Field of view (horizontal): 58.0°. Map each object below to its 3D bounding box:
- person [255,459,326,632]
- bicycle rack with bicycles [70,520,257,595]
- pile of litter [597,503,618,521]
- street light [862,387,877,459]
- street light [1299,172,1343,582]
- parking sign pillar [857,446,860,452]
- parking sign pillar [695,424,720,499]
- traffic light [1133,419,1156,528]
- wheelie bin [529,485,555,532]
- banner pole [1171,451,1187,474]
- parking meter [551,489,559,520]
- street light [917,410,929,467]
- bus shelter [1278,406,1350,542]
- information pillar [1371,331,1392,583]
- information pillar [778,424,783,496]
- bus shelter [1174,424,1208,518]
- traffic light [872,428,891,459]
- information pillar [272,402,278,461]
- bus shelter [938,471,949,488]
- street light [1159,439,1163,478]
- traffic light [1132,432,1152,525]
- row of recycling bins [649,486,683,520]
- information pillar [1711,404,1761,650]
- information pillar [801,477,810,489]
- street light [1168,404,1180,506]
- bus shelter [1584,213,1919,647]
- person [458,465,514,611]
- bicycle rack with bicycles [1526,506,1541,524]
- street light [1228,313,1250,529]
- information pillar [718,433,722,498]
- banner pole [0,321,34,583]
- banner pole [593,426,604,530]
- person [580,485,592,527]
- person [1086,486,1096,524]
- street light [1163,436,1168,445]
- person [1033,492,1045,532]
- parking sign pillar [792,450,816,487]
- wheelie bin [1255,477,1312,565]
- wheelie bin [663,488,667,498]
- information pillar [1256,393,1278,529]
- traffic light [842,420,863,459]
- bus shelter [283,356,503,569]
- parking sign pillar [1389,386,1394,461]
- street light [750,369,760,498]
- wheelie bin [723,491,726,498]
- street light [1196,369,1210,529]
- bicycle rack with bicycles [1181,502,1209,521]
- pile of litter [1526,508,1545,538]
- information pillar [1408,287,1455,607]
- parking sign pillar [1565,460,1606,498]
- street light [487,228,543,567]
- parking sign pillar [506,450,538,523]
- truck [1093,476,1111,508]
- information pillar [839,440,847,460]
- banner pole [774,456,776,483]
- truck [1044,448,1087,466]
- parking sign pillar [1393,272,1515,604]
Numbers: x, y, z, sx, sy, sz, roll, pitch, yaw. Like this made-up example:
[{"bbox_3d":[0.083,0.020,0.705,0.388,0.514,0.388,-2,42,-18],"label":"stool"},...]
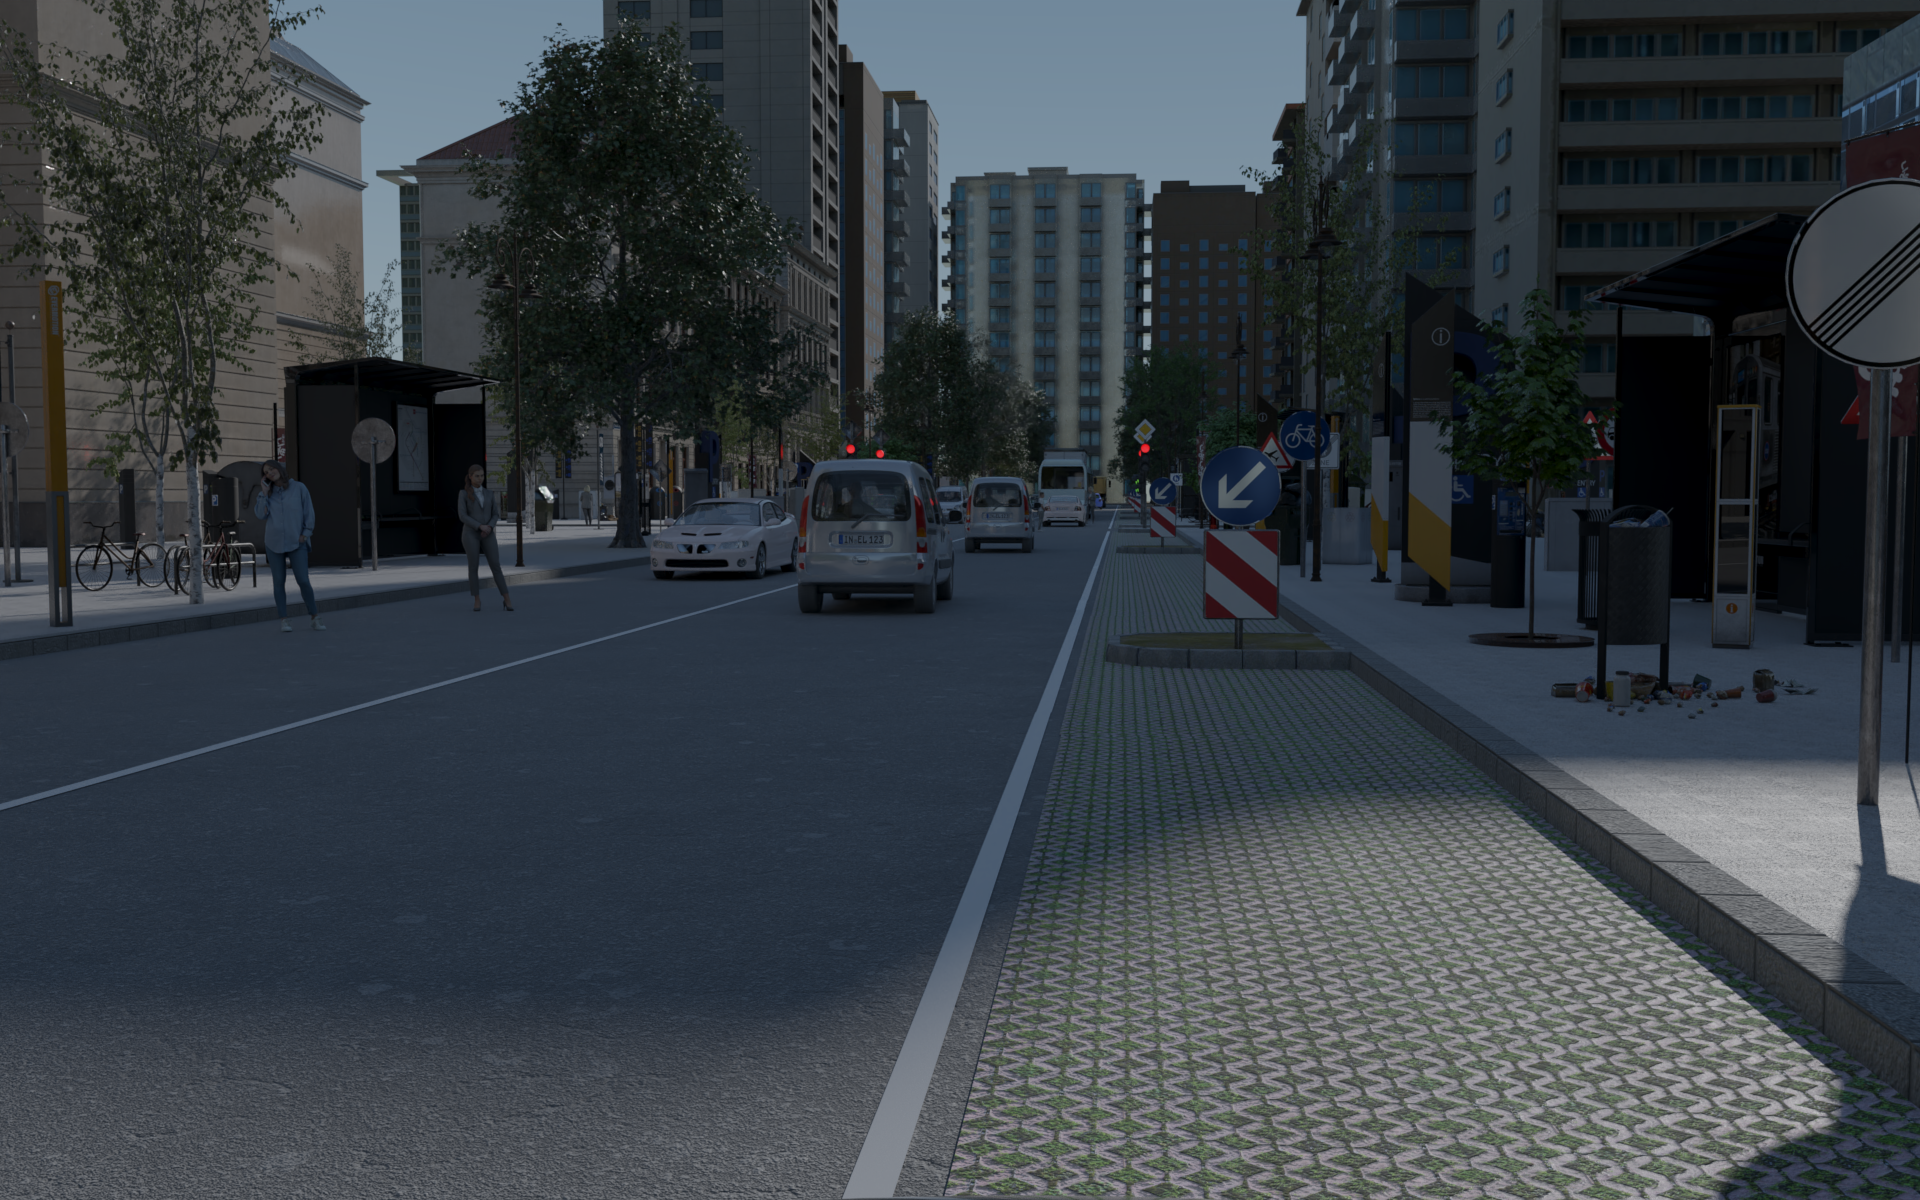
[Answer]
[{"bbox_3d":[-6.996,-0.571,18.095,0.793,1.790,0.793,-3,5,-39],"label":"person"},{"bbox_3d":[-10.558,-0.601,23.215,2.852,0.926,2.925,1,4,11],"label":"bicycle rack with bicycles"},{"bbox_3d":[-16.787,-4.202,82.666,1.176,0.858,1.719,0,4,6],"label":"pile of litter"},{"bbox_3d":[-3.836,-6.185,73.912,0.468,5.910,1.993,0,4,5],"label":"street light"},{"bbox_3d":[5.233,-3.210,25.272,0.468,5.910,1.993,0,4,5],"label":"street light"},{"bbox_3d":[-5.891,-6.482,94.458,1.447,3.967,1.447,2,4,29],"label":"parking sign pillar"},{"bbox_3d":[-7.803,-3.978,53.506,1.447,3.967,1.447,0,4,8],"label":"parking sign pillar"},{"bbox_3d":[6.888,-4.633,64.662,0.839,4.253,0.868,0,4,5],"label":"traffic light"},{"bbox_3d":[-14.398,-3.160,59.571,0.693,1.594,0.980,1,4,11],"label":"wheelie bin"},{"bbox_3d":[12.818,-6.746,100.309,0.863,3.779,0.401,0,4,2],"label":"banner pole"},{"bbox_3d":[-20.343,-4.812,87.093,0.372,1.533,0.369,0,3,0],"label":"parking meter"},{"bbox_3d":[-1.985,-7.346,92.900,0.468,5.910,1.993,0,4,5],"label":"street light"},{"bbox_3d":[9.924,-3.557,49.443,1.731,3.624,6.357,0,4,5],"label":"bus shelter"},{"bbox_3d":[6.119,-2.069,25.181,0.183,3.616,0.504,0,4,-8],"label":"information pillar"},{"bbox_3d":[-5.865,-3.995,56.669,0.183,3.616,0.504,0,4,1],"label":"information pillar"},{"bbox_3d":[12.928,-7.215,95.603,2.179,5.291,8.768,0,4,5],"label":"bus shelter"},{"bbox_3d":[-3.332,-5.180,73.619,0.839,4.253,0.868,0,4,5],"label":"traffic light"},{"bbox_3d":[-17.594,-3.254,44.554,0.183,3.616,0.504,-2,4,-25],"label":"information pillar"},{"bbox_3d":[-0.717,-8.612,134.736,2.014,3.302,5.546,0,4,5],"label":"bus shelter"},{"bbox_3d":[14.887,-9.487,127.896,0.468,5.910,1.993,0,4,5],"label":"street light"},{"bbox_3d":[7.633,-5.119,72.613,0.839,4.253,0.868,0,4,5],"label":"traffic light"},{"bbox_3d":[-14.677,-4.848,86.380,3.534,1.692,1.069,-2,4,-26],"label":"row of recycling bins"},{"bbox_3d":[6.458,-0.607,14.412,0.304,2.012,0.304,2,4,30],"label":"information pillar"},{"bbox_3d":[-7.691,-4.988,86.038,0.304,2.012,0.304,-2,4,-28],"label":"information pillar"},{"bbox_3d":[11.011,-7.080,88.553,0.468,5.910,1.993,0,4,5],"label":"street light"},{"bbox_3d":[7.969,-1.605,17.520,1.731,3.624,6.357,0,4,5],"label":"bus shelter"},{"bbox_3d":[-5.803,-0.759,21.176,0.573,1.790,0.520,3,4,37],"label":"person"},{"bbox_3d":[20.067,-2.759,58.486,2.852,0.926,2.925,3,5,43],"label":"bicycle rack with bicycles"},{"bbox_3d":[7.108,-4.373,44.286,0.468,5.910,1.993,0,4,5],"label":"street light"},{"bbox_3d":[-9.316,-4.576,66.179,0.504,3.616,0.183,-1,4,-13],"label":"information pillar"},{"bbox_3d":[-13.820,-2.135,24.920,0.401,3.779,0.863,2,4,24],"label":"banner pole"},{"bbox_3d":[-13.059,-4.456,62.873,0.401,3.779,0.863,0,4,7],"label":"banner pole"},{"bbox_3d":[-15.567,-3.872,71.988,0.537,1.800,0.526,-2,4,-29],"label":"person"},{"bbox_3d":[6.303,-4.574,83.467,0.537,1.800,0.526,3,5,43],"label":"person"},{"bbox_3d":[13.111,-8.282,108.199,0.468,5.910,1.993,0,4,5],"label":"street light"},{"bbox_3d":[3.051,-3.338,65.678,0.503,1.515,0.523,3,5,40],"label":"person"},{"bbox_3d":[-9.308,-7.151,105.386,1.447,3.967,1.447,2,4,35],"label":"parking sign pillar"},{"bbox_3d":[5.942,-1.433,31.339,0.980,1.594,0.693,-3,4,-37],"label":"wheelie bin"},{"bbox_3d":[-15.916,-5.118,91.595,0.980,1.594,0.693,-1,4,-18],"label":"wheelie bin"},{"bbox_3d":[7.096,-2.985,40.158,0.504,3.616,0.183,1,4,21],"label":"information pillar"},{"bbox_3d":[-4.077,-4.694,65.669,0.839,4.253,0.868,0,4,5],"label":"traffic light"},{"bbox_3d":[-10.517,-2.534,32.716,1.731,3.624,6.357,0,4,5],"label":"bus shelter"},{"bbox_3d":[11.269,-3.362,43.446,1.447,3.967,1.447,-3,5,-40],"label":"parking sign pillar"},{"bbox_3d":[-5.974,-4.704,49.692,0.468,5.910,1.993,0,4,5],"label":"street light"},{"bbox_3d":[-11.902,-4.733,85.297,0.693,1.594,0.980,-1,4,-18],"label":"wheelie bin"},{"bbox_3d":[8.945,-5.574,63.918,0.468,5.910,1.993,0,4,5],"label":"street light"},{"bbox_3d":[11.793,-4.120,80.742,2.925,0.926,2.852,-2,4,-33],"label":"bicycle rack with bicycles"},{"bbox_3d":[17.475,-2.291,51.424,1.719,0.858,1.176,-2,4,-34],"label":"pile of litter"},{"bbox_3d":[5.398,-1.739,19.787,0.504,3.616,0.183,1,4,17],"label":"information pillar"},{"bbox_3d":[22.010,-4.433,60.956,1.447,3.967,1.447,-3,5,-39],"label":"parking sign pillar"},{"bbox_3d":[-7.770,-3.524,30.409,0.468,5.910,1.993,0,4,5],"label":"street light"},{"bbox_3d":[-19.573,-5.444,77.477,1.447,3.967,1.447,0,4,-7],"label":"parking sign pillar"},{"bbox_3d":[14.222,-11.488,183.754,3.469,3.379,9.791,0,4,6],"label":"truck"},{"bbox_3d":[-5.105,-5.163,75.764,0.504,3.616,0.183,3,5,44],"label":"information pillar"},{"bbox_3d":[-12.108,-7.541,113.313,0.401,3.779,0.863,0,4,-4],"label":"banner pole"},{"bbox_3d":[6.872,-7.477,111.158,2.839,4.237,11.283,0,4,5],"label":"truck"},{"bbox_3d":[5.999,-1.980,20.845,1.447,3.967,1.447,1,4,14],"label":"parking sign pillar"}]
